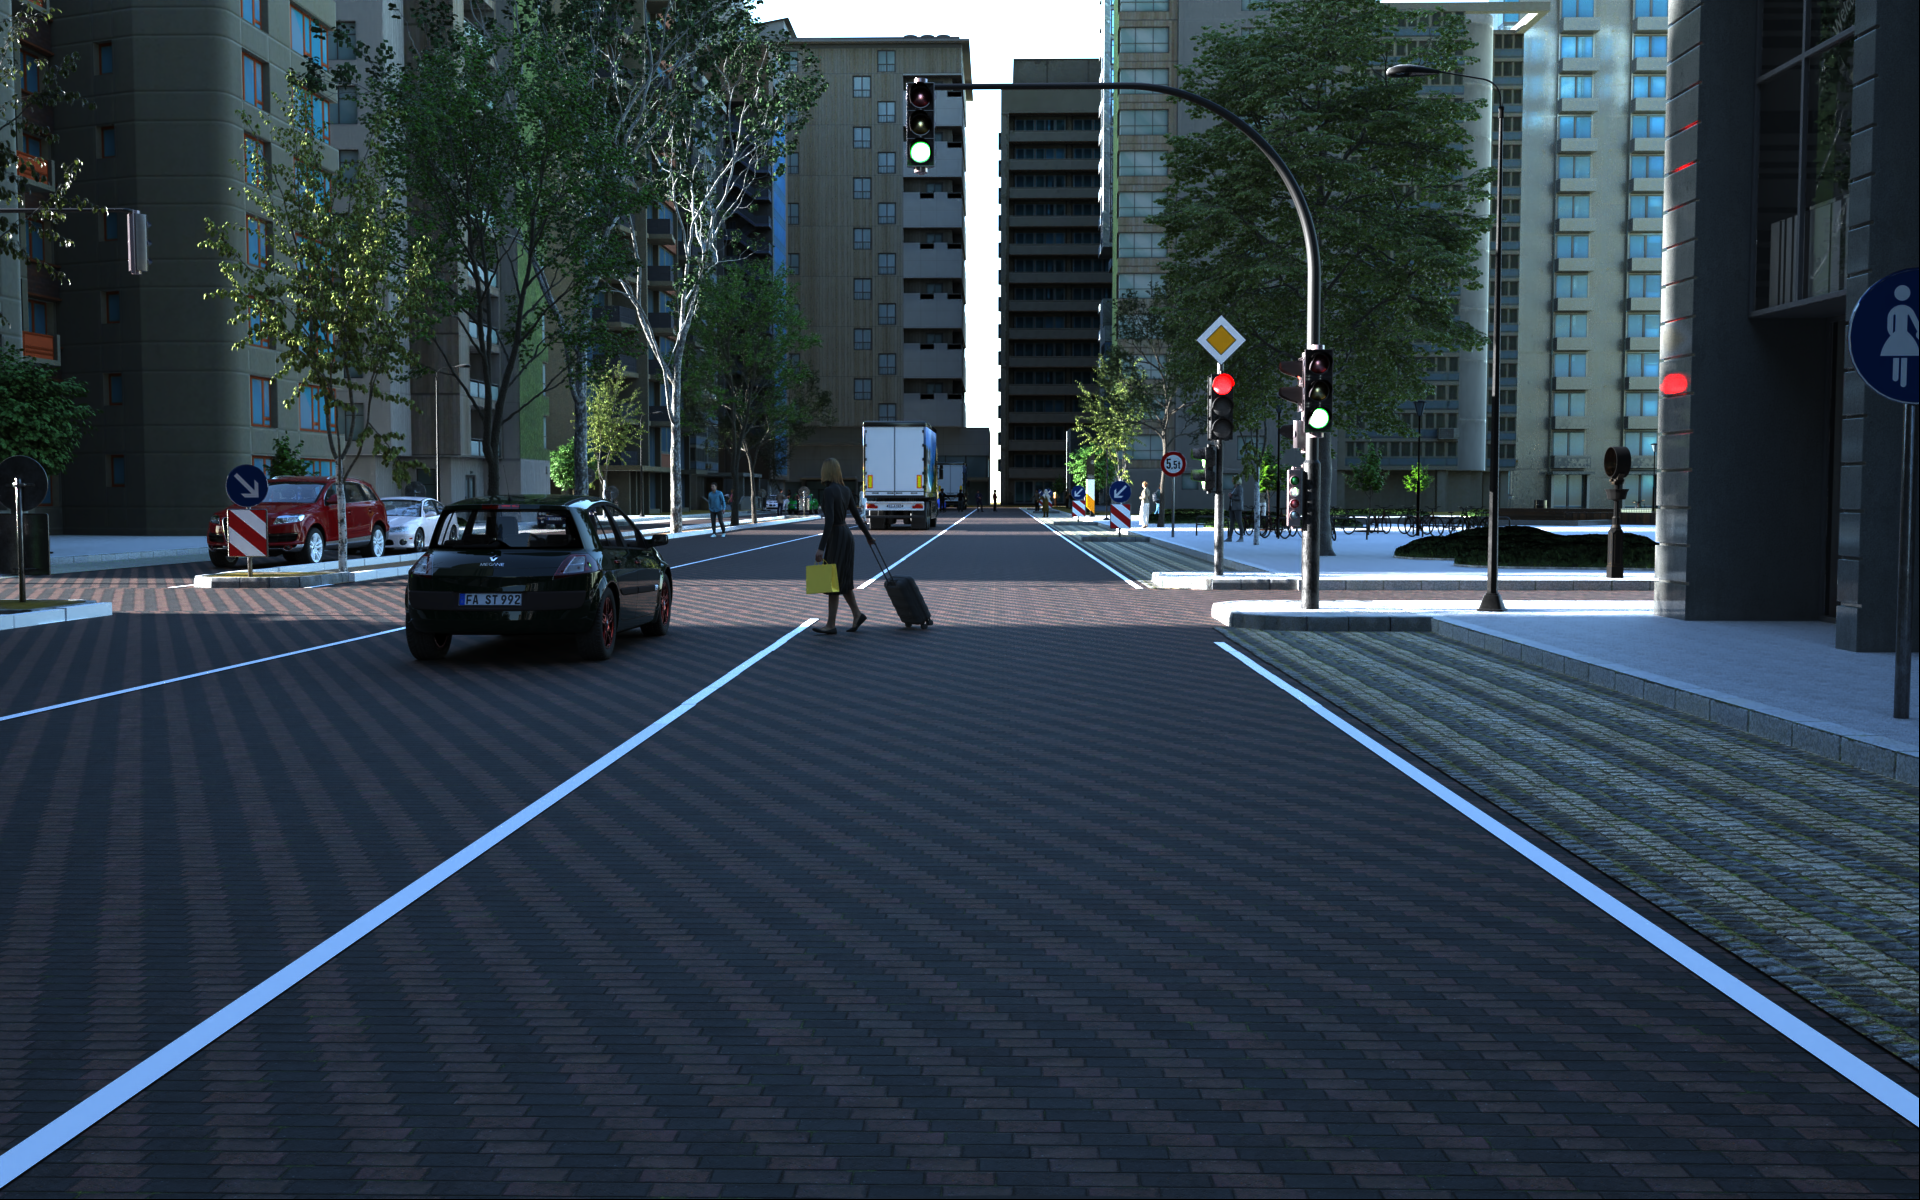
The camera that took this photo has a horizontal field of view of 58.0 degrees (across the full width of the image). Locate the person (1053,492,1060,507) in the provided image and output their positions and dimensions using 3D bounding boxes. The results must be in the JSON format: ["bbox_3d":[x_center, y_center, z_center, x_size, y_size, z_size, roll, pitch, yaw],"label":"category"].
[{"bbox_3d":[9.875,-10.532,178.342,0.705,1.812,1.348,-2,4,-28],"label":"person"}]

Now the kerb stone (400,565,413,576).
[{"bbox_3d":[-9.871,-0.518,30.780,0.120,0.150,1.000,0,4,1],"label":"kerb stone"}]

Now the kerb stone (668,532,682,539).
[{"bbox_3d":[-9.290,-2.093,56.418,0.120,0.150,1.000,0,4,1],"label":"kerb stone"}]

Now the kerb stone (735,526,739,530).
[{"bbox_3d":[-9.014,-2.842,68.736,0.120,0.150,1.000,0,4,1],"label":"kerb stone"}]

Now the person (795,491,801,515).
[{"bbox_3d":[-10.922,-6.507,116.358,0.415,1.643,0.593,-3,5,-42],"label":"person"}]

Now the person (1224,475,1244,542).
[{"bbox_3d":[7.375,-2.463,46.492,0.526,1.800,0.537,-1,4,-11],"label":"person"}]

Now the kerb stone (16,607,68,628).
[{"bbox_3d":[-10.143,0.206,18.989,0.120,0.150,1.000,0,4,1],"label":"kerb stone"}]

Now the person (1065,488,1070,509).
[{"bbox_3d":[9.571,-9.034,153.847,0.705,1.812,1.348,1,4,23],"label":"person"}]

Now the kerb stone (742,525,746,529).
[{"bbox_3d":[-8.968,-2.967,70.792,0.120,0.150,1.000,0,4,1],"label":"kerb stone"}]

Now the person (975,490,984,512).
[{"bbox_3d":[1.573,-7.933,138.648,0.683,1.767,0.568,-1,4,-10],"label":"person"}]

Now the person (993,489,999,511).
[{"bbox_3d":[2.920,-8.207,142.620,0.705,1.831,1.348,1,4,21],"label":"person"}]

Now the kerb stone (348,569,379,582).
[{"bbox_3d":[-9.917,-0.400,28.736,0.120,0.150,1.000,0,4,1],"label":"kerb stone"}]

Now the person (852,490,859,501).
[{"bbox_3d":[-9.942,-9.303,160.739,1.348,1.807,0.705,-2,4,-27],"label":"person"}]

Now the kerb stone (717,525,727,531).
[{"bbox_3d":[-9.086,-2.659,65.663,0.120,0.150,1.000,0,4,1],"label":"kerb stone"}]

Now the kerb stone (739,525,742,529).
[{"bbox_3d":[-8.999,-2.909,69.765,0.120,0.150,1.000,0,4,1],"label":"kerb stone"}]

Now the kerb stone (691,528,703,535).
[{"bbox_3d":[-9.203,-2.344,60.522,0.120,0.150,1.000,0,4,1],"label":"kerb stone"}]

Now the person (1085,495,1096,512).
[{"bbox_3d":[9.006,-6.991,121.069,1.217,1.743,0.721,-2,4,-29],"label":"person"}]

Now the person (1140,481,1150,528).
[{"bbox_3d":[6.910,-3.569,64.953,0.362,1.759,0.519,2,4,30],"label":"person"}]

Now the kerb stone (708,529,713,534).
[{"bbox_3d":[-9.153,-2.469,62.566,0.120,0.150,1.000,0,4,1],"label":"kerb stone"}]

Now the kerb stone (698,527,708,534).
[{"bbox_3d":[-9.174,-2.407,61.543,0.120,0.150,1.000,0,4,1],"label":"kerb stone"}]

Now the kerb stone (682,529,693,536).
[{"bbox_3d":[-9.250,-2.218,58.468,0.120,0.150,1.000,0,4,1],"label":"kerb stone"}]

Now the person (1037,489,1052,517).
[{"bbox_3d":[5.209,-5.943,106.393,1.217,1.736,0.721,-3,4,-38],"label":"person"}]

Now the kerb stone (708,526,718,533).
[{"bbox_3d":[-9.126,-2.531,63.599,0.120,0.150,1.000,0,4,1],"label":"kerb stone"}]

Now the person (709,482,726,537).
[{"bbox_3d":[-8.085,-3.014,57.796,0.660,1.820,0.620,1,4,17],"label":"person"}]

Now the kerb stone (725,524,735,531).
[{"bbox_3d":[-9.040,-2.784,67.714,0.120,0.150,1.000,0,4,1],"label":"kerb stone"}]

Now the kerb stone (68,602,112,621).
[{"bbox_3d":[-10.112,0.133,20.013,0.120,0.150,1.000,0,4,1],"label":"kerb stone"}]

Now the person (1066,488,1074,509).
[{"bbox_3d":[9.570,-8.715,148.546,0.705,1.822,1.348,3,5,41],"label":"person"}]

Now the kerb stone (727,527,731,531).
[{"bbox_3d":[-9.055,-2.721,66.689,0.120,0.150,1.000,0,4,1],"label":"kerb stone"}]

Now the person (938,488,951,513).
[{"bbox_3d":[-1.365,-7.640,133.051,1.348,1.869,0.705,-1,4,-11],"label":"person"}]

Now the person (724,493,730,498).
[{"bbox_3d":[-21.796,-9.338,161.904,0.628,1.438,0.799,0,4,8],"label":"person"}]

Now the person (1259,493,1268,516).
[{"bbox_3d":[11.860,-3.770,68.239,0.519,1.759,0.362,0,4,0],"label":"person"}]

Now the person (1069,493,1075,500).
[{"bbox_3d":[10.009,-8.922,155.150,0.421,1.427,0.697,2,4,34],"label":"person"}]

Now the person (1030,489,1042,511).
[{"bbox_3d":[6.287,-8.153,141.805,0.705,1.823,1.348,-3,5,-43],"label":"person"}]

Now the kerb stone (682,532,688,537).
[{"bbox_3d":[-9.270,-2.156,57.445,0.120,0.150,1.000,0,4,1],"label":"kerb stone"}]

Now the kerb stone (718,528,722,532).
[{"bbox_3d":[-9.104,-2.596,64.633,0.120,0.150,1.000,0,4,1],"label":"kerb stone"}]

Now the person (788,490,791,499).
[{"bbox_3d":[-14.516,-8.464,146.903,0.705,1.822,1.348,-1,4,-10],"label":"person"}]

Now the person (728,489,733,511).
[{"bbox_3d":[-14.177,-6.004,107.382,0.721,1.743,1.217,1,4,9],"label":"person"}]

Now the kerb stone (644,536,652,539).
[{"bbox_3d":[-9.387,-1.842,52.320,0.120,0.150,1.000,0,4,1],"label":"kerb stone"}]

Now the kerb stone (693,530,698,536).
[{"bbox_3d":[-9.223,-2.280,59.494,0.120,0.150,1.000,0,4,1],"label":"kerb stone"}]

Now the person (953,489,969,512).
[{"bbox_3d":[0.060,-7.973,138.870,1.348,1.822,0.705,1,4,16],"label":"person"}]

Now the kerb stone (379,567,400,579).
[{"bbox_3d":[-9.897,-0.463,29.758,0.120,0.150,1.000,0,4,1],"label":"kerb stone"}]

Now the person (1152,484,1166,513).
[{"bbox_3d":[9.475,-4.642,82.284,0.721,1.781,0.623,-1,4,-9],"label":"person"}]

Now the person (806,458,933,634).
[{"bbox_3d":[-0.954,-0.567,17.992,1.509,1.804,0.699,-2,4,-31],"label":"person"}]

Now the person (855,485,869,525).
[{"bbox_3d":[-4.565,-4.399,80.301,0.818,1.842,0.514,-2,4,-31],"label":"person"}]

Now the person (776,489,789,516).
[{"bbox_3d":[-11.508,-6.317,112.319,0.750,1.759,0.617,-3,5,-43],"label":"person"}]
